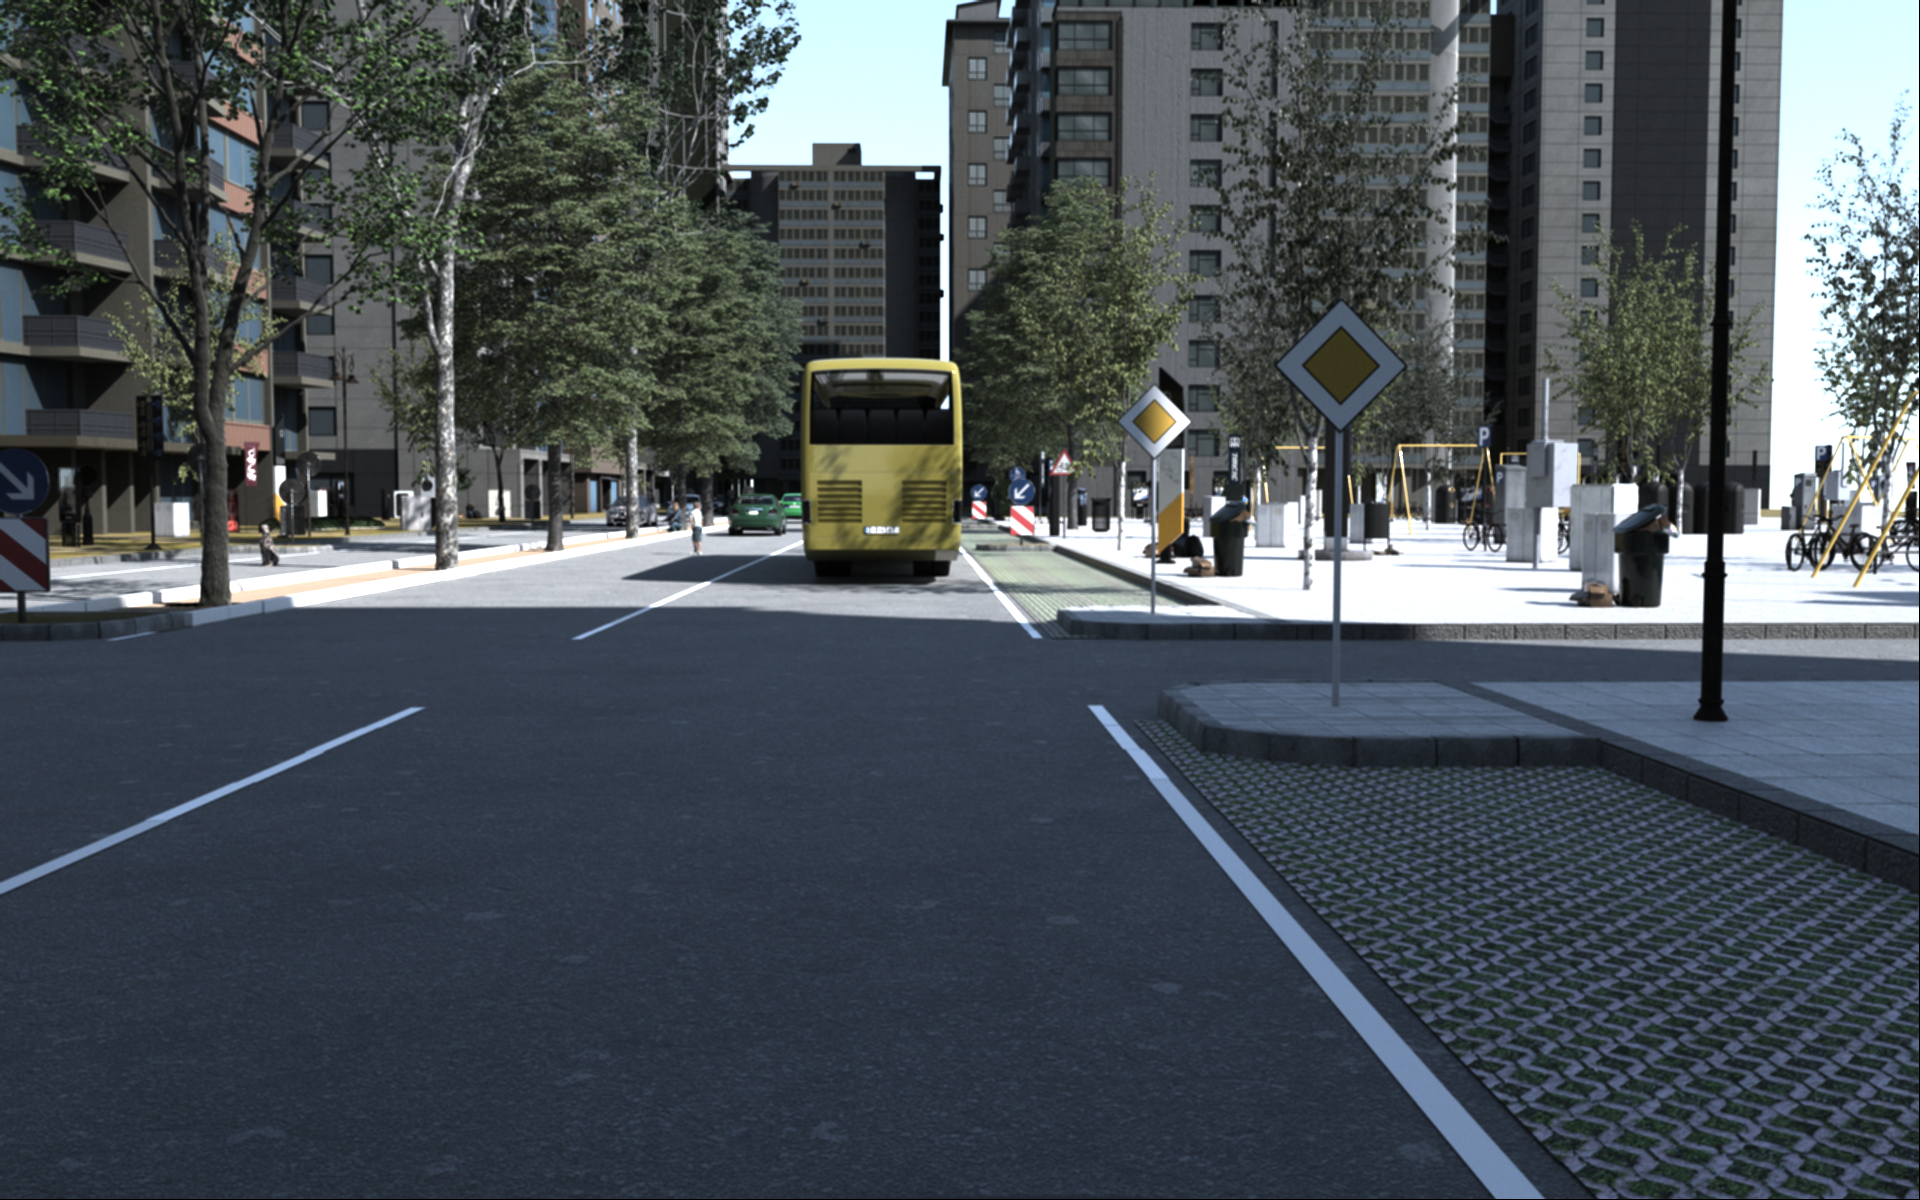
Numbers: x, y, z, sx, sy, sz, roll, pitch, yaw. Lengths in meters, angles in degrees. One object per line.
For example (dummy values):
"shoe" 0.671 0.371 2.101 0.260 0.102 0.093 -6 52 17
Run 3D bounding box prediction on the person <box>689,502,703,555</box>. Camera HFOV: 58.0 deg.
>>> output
"person" -6.252 -1.700 40.978 0.332 1.250 0.352 0 4 -2

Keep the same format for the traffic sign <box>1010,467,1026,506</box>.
"traffic sign" 2.719 -4.974 81.437 0.768 2.556 0.104 0 4 6

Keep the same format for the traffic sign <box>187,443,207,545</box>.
"traffic sign" -18.919 -2.635 43.188 0.768 2.556 0.104 0 4 7

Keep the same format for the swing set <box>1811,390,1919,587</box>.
"swing set" 14.063 -1.657 24.719 2.862 2.851 3.119 1 4 15

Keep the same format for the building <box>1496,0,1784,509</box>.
"building" 58.864 -43.901 156.030 20.611 71.187 20.563 0 4 -2

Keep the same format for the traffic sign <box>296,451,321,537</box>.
"traffic sign" -19.483 -3.161 51.794 0.768 2.556 0.104 0 4 5

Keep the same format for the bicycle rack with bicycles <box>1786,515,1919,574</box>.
"bicycle rack with bicycles" 15.021 -0.951 28.935 2.925 0.926 2.852 -1 4 -18

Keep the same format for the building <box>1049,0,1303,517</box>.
"building" 12.239 -20.357 104.537 14.160 30.474 14.107 0 4 -2

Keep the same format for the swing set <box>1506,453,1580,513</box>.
"swing set" 21.896 -4.173 65.851 3.119 2.851 2.862 1 4 19

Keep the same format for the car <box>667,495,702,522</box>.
"car" -14.318 -4.833 91.016 2.014 1.417 4.499 0 4 -2

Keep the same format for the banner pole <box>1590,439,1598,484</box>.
"banner pole" 28.485 -5.374 77.875 0.401 3.779 0.863 0 4 -3

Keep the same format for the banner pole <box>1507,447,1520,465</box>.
"banner pole" 29.632 -6.301 93.039 0.863 3.779 0.401 1 4 15

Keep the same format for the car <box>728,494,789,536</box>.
"car" -7.104 -3.006 60.950 2.131 1.459 4.920 0 4 -3

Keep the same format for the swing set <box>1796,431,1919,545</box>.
"swing set" 24.982 -3.039 47.304 3.119 2.851 2.862 -2 4 -28

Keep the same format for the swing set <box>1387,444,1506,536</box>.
"swing set" 15.162 -3.508 54.983 3.119 2.851 2.862 0 4 -4

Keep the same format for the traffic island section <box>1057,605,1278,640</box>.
"traffic island section" 2.100 0.234 18.459 2.009 0.180 2.903 0 4 -2

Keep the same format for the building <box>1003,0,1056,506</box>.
"building" 15.513 -32.513 151.193 23.786 49.044 30.456 0 4 -2

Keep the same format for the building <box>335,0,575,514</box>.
"building" -35.494 -42.753 137.269 20.563 71.187 20.611 0 4 -2

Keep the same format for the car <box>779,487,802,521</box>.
"car" -8.130 -4.751 86.470 1.959 1.807 4.718 0 4 -2

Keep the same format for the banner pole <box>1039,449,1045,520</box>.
"banner pole" 3.997 -5.785 84.607 0.401 3.779 0.863 2 4 23

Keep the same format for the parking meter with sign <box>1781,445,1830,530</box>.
"parking meter with sign" 30.088 -4.004 61.729 1.738 3.016 0.543 -1 4 -23

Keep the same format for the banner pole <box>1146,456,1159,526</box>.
"banner pole" 7.950 -4.900 70.125 0.863 3.779 0.401 -2 4 -27

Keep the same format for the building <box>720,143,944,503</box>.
"building" -13.820 -30.724 194.217 23.993 40.220 32.217 0 4 -2

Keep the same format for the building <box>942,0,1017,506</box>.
"building" 11.943 -36.958 193.504 27.495 52.752 28.713 0 4 -2

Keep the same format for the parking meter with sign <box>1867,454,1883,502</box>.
"parking meter with sign" 39.680 -4.829 75.223 0.543 3.016 1.738 1 4 19

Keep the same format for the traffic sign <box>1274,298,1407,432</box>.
"traffic sign" 2.293 -0.502 10.393 0.795 2.593 0.064 0 4 -2

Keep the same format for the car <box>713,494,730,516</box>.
"car" -16.351 -6.473 115.615 2.009 1.686 4.222 0 4 -1

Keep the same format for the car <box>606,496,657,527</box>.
"car" -14.708 -4.002 77.802 2.083 1.381 4.827 0 4 -3

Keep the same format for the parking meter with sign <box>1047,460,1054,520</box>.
"parking meter with sign" 4.666 -5.562 87.200 0.543 3.016 1.738 0 4 8

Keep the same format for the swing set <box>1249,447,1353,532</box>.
"swing set" 11.226 -3.660 57.459 3.119 2.851 2.862 0 4 -5

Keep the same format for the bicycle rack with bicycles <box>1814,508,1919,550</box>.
"bicycle rack with bicycles" 23.760 -1.838 43.430 2.852 0.926 2.925 -2 4 -26

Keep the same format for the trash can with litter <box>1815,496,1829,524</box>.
"trash can with litter" 36.920 -3.830 73.673 1.678 1.210 2.233 2 4 35

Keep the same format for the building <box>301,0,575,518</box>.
"building" -34.253 -40.578 101.709 20.563 71.187 20.611 0 4 -2

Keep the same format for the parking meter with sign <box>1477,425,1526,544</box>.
"parking meter with sign" 14.168 -2.951 44.508 1.738 3.016 0.543 -1 4 -20

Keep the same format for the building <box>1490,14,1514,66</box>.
"building" 41.357 -31.206 160.335 14.200 45.320 14.600 0 4 -2

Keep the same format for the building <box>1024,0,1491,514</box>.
"building" 20.072 -26.411 123.707 32.217 40.220 23.993 0 4 -2

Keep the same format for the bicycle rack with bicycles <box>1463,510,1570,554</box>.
"bicycle rack with bicycles" 12.824 -1.527 38.356 2.852 0.926 2.925 -1 4 -8

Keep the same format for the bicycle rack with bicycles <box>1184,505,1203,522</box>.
"bicycle rack with bicycles" 11.470 -4.090 80.260 2.925 0.926 2.852 0 4 -2

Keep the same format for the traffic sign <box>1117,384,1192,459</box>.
"traffic sign" 2.077 -0.990 18.375 0.795 2.593 0.064 0 4 -2

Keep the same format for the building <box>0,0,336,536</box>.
"building" -37.017 -25.024 63.775 22.147 44.769 28.867 0 4 -2

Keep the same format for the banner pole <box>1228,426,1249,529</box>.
"banner pole" 10.276 -4.517 63.870 0.863 3.779 0.401 -1 4 -10

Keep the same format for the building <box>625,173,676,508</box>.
"building" -33.473 -23.644 158.279 14.107 30.474 14.160 0 4 -2

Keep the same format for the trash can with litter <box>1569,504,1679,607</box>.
"trash can with litter" 7.538 -0.507 19.679 1.055 1.170 0.624 0 4 -7

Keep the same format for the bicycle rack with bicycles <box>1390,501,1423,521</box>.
"bicycle rack with bicycles" 22.054 -4.352 84.536 2.852 0.926 2.925 -1 4 -19

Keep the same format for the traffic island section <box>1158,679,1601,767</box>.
"traffic island section" 2.316 0.722 10.476 2.009 0.180 2.903 0 4 -2

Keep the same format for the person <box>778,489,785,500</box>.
"person" -13.458 -7.498 131.236 0.705 1.807 1.348 1 4 22

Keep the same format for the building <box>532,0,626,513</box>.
"building" -31.555 -28.777 120.614 14.600 45.320 14.200 0 4 -2

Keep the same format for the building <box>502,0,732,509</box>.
"building" -36.300 -45.833 187.629 20.611 71.187 20.563 0 4 -2

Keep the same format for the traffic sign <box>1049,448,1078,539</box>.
"traffic sign" 2.982 -3.027 49.492 0.884 2.594 0.081 0 4 0

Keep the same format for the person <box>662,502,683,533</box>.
"person" -10.333 -2.964 62.454 0.738 1.151 1.012 -1 4 -16
